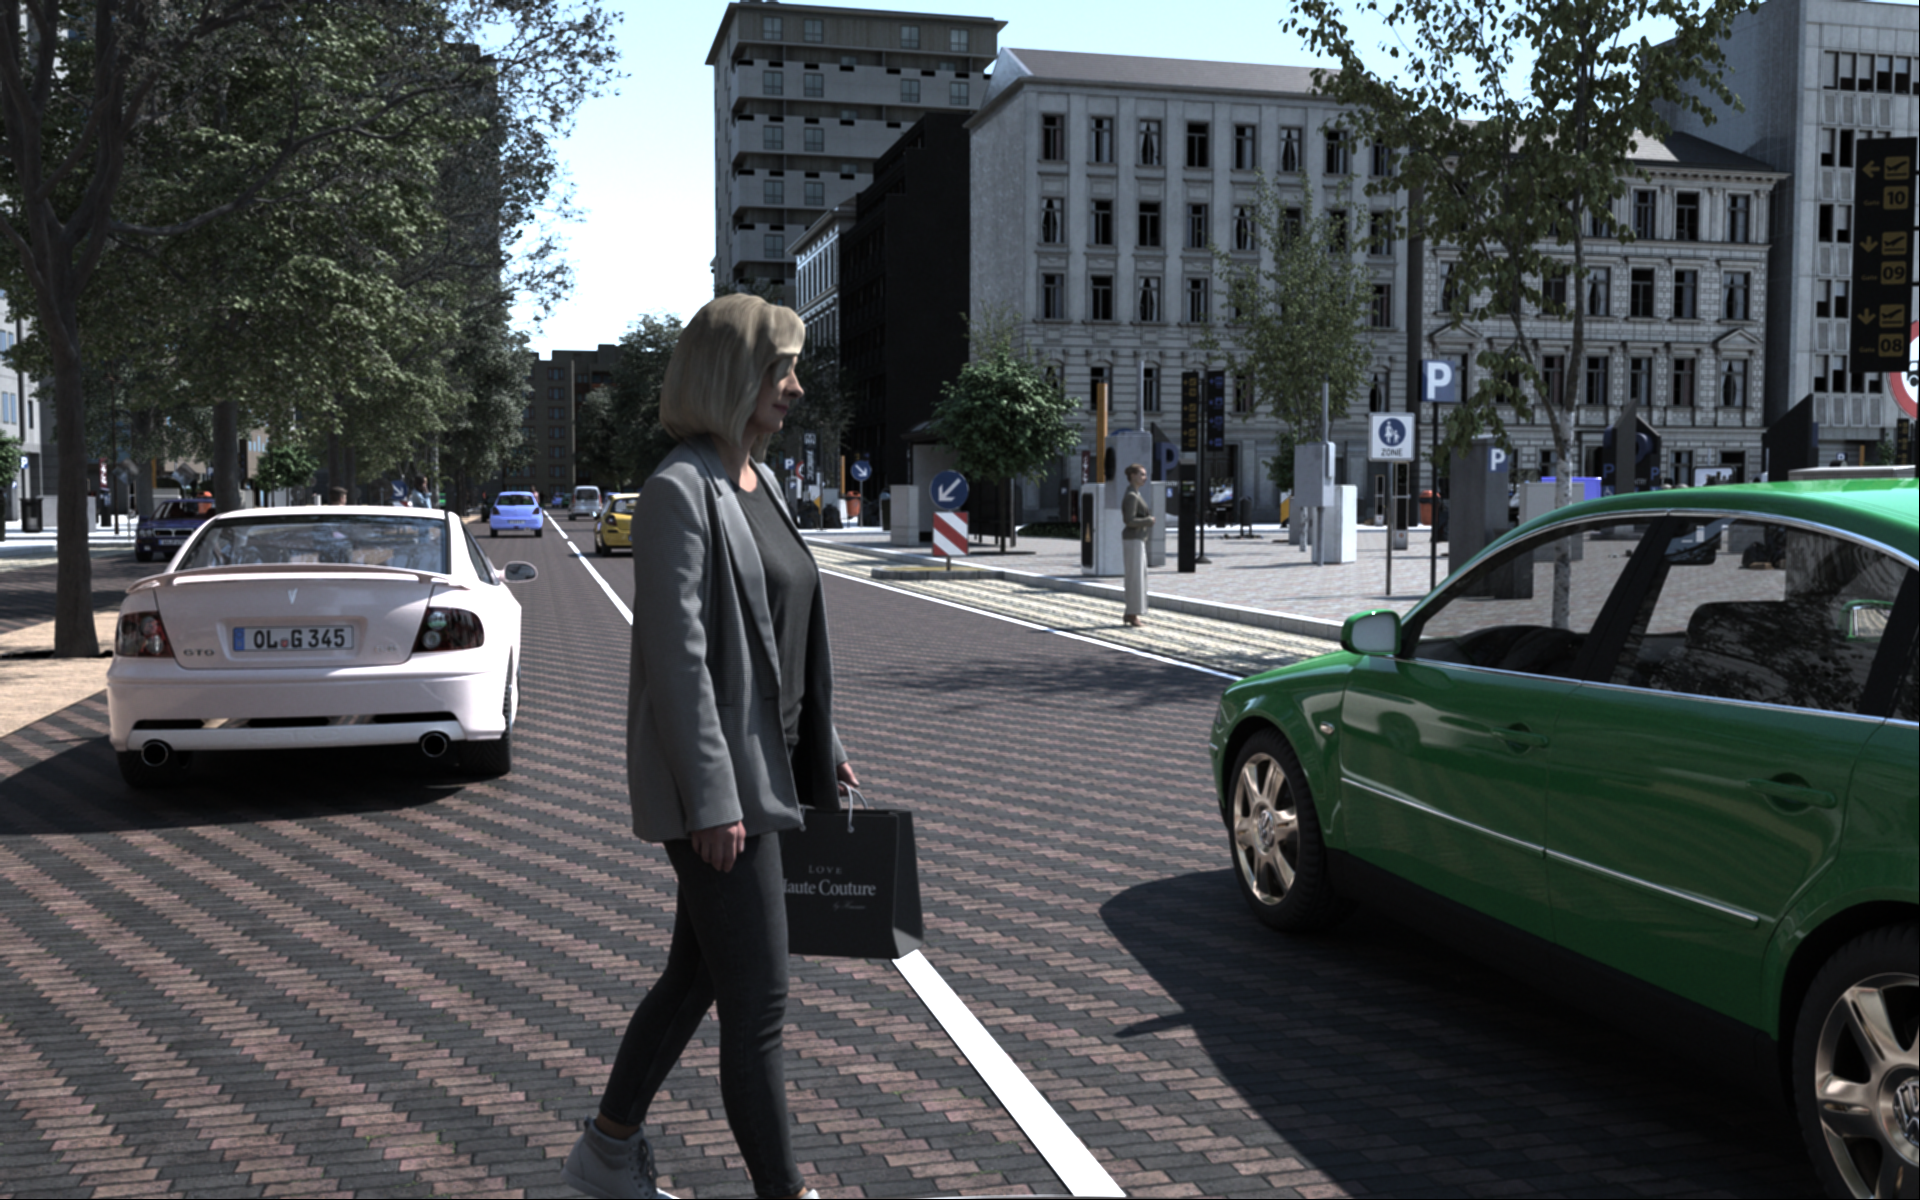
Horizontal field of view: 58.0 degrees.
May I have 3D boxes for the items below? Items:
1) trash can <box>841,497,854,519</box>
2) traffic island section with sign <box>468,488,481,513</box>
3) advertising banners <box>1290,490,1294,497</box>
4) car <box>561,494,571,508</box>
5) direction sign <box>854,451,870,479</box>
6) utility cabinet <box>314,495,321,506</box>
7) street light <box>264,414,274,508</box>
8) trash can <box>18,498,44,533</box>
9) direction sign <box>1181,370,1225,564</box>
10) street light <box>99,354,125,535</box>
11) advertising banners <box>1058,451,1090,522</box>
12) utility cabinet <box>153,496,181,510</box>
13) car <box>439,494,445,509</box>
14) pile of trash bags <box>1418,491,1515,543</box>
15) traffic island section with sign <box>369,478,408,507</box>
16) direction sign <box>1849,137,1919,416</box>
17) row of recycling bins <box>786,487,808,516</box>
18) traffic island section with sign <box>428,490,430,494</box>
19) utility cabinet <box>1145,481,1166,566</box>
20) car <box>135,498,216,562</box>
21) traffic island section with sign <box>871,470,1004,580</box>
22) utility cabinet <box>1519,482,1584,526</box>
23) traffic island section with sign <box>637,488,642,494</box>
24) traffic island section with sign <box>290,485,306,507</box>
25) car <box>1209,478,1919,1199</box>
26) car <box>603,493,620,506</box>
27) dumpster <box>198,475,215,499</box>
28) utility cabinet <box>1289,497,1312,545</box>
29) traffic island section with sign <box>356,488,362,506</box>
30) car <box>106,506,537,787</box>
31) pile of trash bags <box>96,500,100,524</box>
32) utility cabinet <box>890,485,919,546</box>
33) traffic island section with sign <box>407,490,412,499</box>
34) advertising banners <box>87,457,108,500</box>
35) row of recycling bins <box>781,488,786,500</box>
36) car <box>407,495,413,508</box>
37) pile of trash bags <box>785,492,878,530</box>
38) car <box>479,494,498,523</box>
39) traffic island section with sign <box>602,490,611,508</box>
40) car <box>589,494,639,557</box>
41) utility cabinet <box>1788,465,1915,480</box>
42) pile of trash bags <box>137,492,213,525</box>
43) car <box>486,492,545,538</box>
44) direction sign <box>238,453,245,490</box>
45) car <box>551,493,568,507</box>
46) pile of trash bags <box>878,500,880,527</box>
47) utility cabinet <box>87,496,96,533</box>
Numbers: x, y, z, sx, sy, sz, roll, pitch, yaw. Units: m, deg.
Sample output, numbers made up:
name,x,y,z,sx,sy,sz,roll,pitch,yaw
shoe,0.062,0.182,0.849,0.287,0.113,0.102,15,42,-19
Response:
name,x,y,z,sx,sy,sz,roll,pitch,yaw
trash can,-5.720,-4.683,88.227,0.748,1.137,0.748,0,3,0
traffic island section with sign,-36.247,-7.395,129.041,2.006,1.907,1.989,-1,4,-14
advertising banners,12.296,-4.134,63.778,0.090,3.025,2.074,2,4,25
car,-40.271,-10.415,179.083,1.959,1.807,4.718,-1,4,-15
direction sign,-5.218,-6.117,92.006,0.876,3.537,0.379,-2,4,-25
utility cabinet,-45.168,-6.762,121.719,0.306,1.237,1.020,-1,4,-9
street light,-34.859,-7.032,87.754,0.468,5.910,1.993,-1,4,-14
trash can,-30.420,-2.759,56.762,0.748,1.137,0.748,0,3,0
direction sign,4.477,-2.446,31.982,0.876,3.537,0.379,3,4,36
street light,-26.610,-4.997,54.487,0.468,5.910,1.993,-1,4,-14
advertising banners,4.649,-4.545,70.499,0.090,3.025,2.074,-2,4,-33
utility cabinet,-29.922,-3.311,65.304,1.020,1.237,0.306,0,4,-1
car,-44.321,-8.513,147.980,1.959,1.807,4.718,-1,4,-14
pile of trash bags,13.436,-2.242,46.408,3.447,1.369,1.912,-3,5,-40
traffic island section with sign,-18.157,-2.934,56.104,2.006,1.907,1.989,-1,4,-14
direction sign,6.151,-1.166,11.062,0.876,3.537,0.379,1,4,12
row of recycling bins,-8.937,-5.940,104.225,1.069,1.692,3.534,2,4,27
traffic island section with sign,-55.296,-10.494,180.210,1.989,1.847,2.006,-1,4,-14
utility cabinet,3.215,-1.354,30.819,0.318,1.500,1.173,-2,4,-25
car,-16.875,-1.559,38.069,1.945,1.354,3.894,-1,4,-13
traffic island section with sign,-0.460,-1.278,29.517,1.989,1.847,2.006,-1,4,-14
utility cabinet,11.280,-1.492,33.072,1.173,1.500,0.318,-1,4,-9
traffic island section with sign,-20.175,-6.143,109.073,1.989,1.847,2.006,-1,4,-14
traffic island section with sign,-30.258,-4.318,79.227,1.989,1.847,2.006,-1,4,-14
car,2.195,0.259,4.564,1.959,1.807,4.718,-1,4,-15
car,-27.326,-7.787,136.903,1.945,1.707,3.694,-1,4,-13
dumpster,-37.514,-5.167,86.969,1.502,2.255,1.985,-1,4,-14
utility cabinet,8.834,-2.005,43.941,0.306,1.237,1.020,-3,5,-42
traffic island section with sign,-36.847,-5.944,105.815,1.989,1.847,2.006,-1,4,-14
car,-3.515,0.144,10.007,2.083,1.381,4.827,-1,4,-13
pile of trash bags,-38.059,-3.958,74.460,1.912,1.369,3.447,-2,4,-27
utility cabinet,-1.348,-2.065,42.444,0.318,1.500,1.173,-2,4,-23
traffic island section with sign,-48.800,-8.894,154.046,1.989,1.847,2.006,-1,4,-14
advertising banners,-40.420,-5.161,80.572,0.090,3.025,2.074,1,4,20
row of recycling bins,-12.630,-7.009,121.702,1.069,1.692,3.534,1,4,9
car,-37.921,-6.671,121.438,2.083,1.381,4.827,-1,4,-14
pile of trash bags,-5.042,-3.315,63.956,3.447,1.369,1.912,-3,5,-44
car,-23.608,-4.823,88.645,2.009,1.686,4.222,-1,4,-14
traffic island section with sign,-32.249,-9.123,157.796,1.989,1.847,2.006,-1,4,-14
car,-7.730,-1.885,41.044,2.015,1.641,3.980,-1,4,-15
utility cabinet,7.069,-0.310,13.751,0.318,1.500,1.173,-1,4,-12
pile of trash bags,-30.823,-3.590,68.452,3.447,1.369,1.912,2,4,26
car,-14.972,-2.985,58.389,1.945,1.707,3.694,-1,4,-15
direction sign,-39.294,-6.285,94.763,0.379,3.537,0.876,-3,5,-42
car,-43.652,-10.974,189.007,1.945,1.707,3.694,-1,4,-15
pile of trash bags,-2.322,-3.624,69.007,3.447,1.369,1.912,-1,4,-13
utility cabinet,-28.759,-2.816,57.206,0.306,1.237,1.020,-2,4,-34
